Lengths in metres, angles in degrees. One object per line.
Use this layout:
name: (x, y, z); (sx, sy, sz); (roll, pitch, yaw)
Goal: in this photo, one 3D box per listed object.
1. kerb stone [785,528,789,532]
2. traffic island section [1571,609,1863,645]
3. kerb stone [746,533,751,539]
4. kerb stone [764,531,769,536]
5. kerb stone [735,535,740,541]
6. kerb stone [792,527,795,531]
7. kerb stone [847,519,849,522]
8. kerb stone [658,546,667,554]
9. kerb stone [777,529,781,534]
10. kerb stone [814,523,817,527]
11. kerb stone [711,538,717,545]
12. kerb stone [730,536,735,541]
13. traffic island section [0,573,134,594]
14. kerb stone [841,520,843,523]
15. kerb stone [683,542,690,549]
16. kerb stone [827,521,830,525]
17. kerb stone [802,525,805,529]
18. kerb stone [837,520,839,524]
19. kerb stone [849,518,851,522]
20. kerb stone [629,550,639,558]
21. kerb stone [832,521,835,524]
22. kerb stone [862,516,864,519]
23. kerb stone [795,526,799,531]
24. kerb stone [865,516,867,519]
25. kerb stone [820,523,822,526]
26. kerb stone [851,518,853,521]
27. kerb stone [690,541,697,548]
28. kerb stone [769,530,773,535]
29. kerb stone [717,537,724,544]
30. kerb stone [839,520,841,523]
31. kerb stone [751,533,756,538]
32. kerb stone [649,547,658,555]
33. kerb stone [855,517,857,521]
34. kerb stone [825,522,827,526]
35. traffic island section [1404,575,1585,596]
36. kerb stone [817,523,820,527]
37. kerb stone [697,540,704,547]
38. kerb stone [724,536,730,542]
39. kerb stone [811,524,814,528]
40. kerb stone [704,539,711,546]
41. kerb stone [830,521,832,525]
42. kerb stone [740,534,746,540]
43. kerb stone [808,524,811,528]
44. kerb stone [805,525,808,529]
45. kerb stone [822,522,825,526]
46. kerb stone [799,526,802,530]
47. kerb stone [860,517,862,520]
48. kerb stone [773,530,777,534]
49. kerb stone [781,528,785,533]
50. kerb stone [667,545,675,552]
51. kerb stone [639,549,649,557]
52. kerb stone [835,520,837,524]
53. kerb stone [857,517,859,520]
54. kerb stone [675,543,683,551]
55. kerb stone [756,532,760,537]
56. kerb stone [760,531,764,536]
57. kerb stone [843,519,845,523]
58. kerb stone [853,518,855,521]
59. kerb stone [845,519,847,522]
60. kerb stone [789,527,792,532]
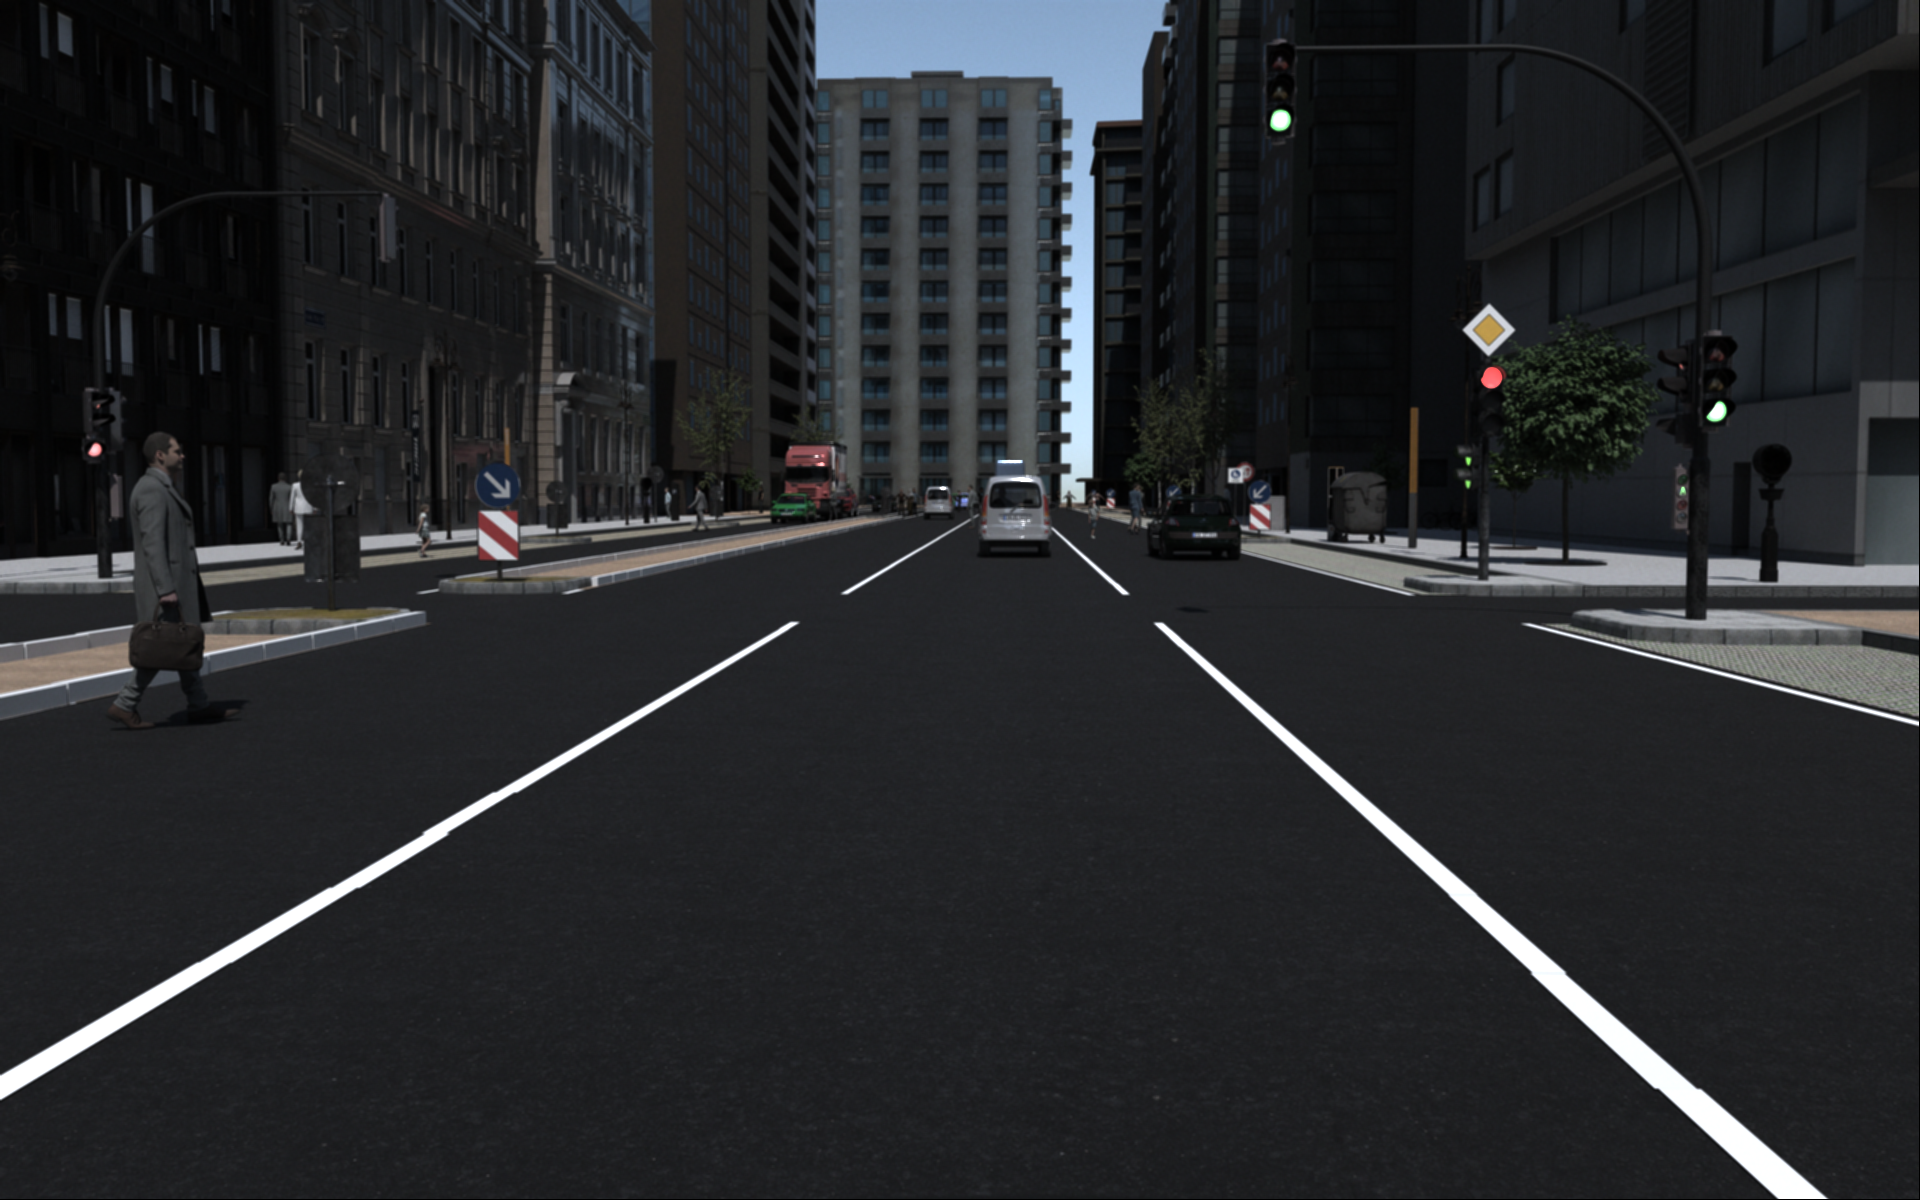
kerb stone: (-6.570, -2.567, 64.164); (0.120, 0.150, 1.000); (0, 4, 2)
traffic island section: (7.547, 0.277, 17.749); (2.009, 0.180, 2.903); (0, 4, 2)
kerb stone: (-6.858, -2.001, 54.939); (0.120, 0.150, 1.000); (0, 4, 2)
kerb stone: (-6.726, -2.253, 59.030); (0.120, 0.150, 1.000); (0, 4, 2)
kerb stone: (-6.921, -1.876, 52.890); (0.120, 0.150, 1.000); (0, 4, 2)
kerb stone: (-6.510, -2.692, 66.216); (0.120, 0.150, 1.000); (0, 4, 2)
kerb stone: (-5.839, -4.007, 87.716); (0.120, 0.150, 1.000); (0, 4, 2)
kerb stone: (-7.272, -1.188, 41.612); (0.120, 0.150, 1.000); (0, 4, 2)
kerb stone: (-6.635, -2.440, 62.116); (0.120, 0.150, 1.000); (0, 4, 2)
kerb stone: (-6.286, -3.131, 73.385); (0.120, 0.150, 1.000); (0, 4, 2)
kerb stone: (-7.051, -1.626, 48.792); (0.120, 0.150, 1.000); (0, 4, 2)
kerb stone: (-6.949, -1.815, 51.866); (0.120, 0.150, 1.000); (0, 4, 2)
traffic island section: (-13.036, -0.251, 26.381); (2.009, 0.180, 2.903); (0, 4, 2)
kerb stone: (-5.936, -3.819, 84.640); (0.120, 0.150, 1.000); (0, 4, 2)
kerb stone: (-7.176, -1.375, 44.683); (0.120, 0.150, 1.000); (0, 4, 2)
kerb stone: (-6.122, -3.444, 78.497); (0.120, 0.150, 1.000); (0, 4, 2)
kerb stone: (-6.412, -2.877, 69.293); (0.120, 0.150, 1.000); (0, 4, 2)
kerb stone: (-5.994, -3.689, 82.594); (0.120, 0.150, 1.000); (0, 4, 2)
kerb stone: (-5.807, -4.070, 88.746); (0.120, 0.150, 1.000); (0, 4, 2)
kerb stone: (-7.368, -0.999, 38.529); (0.120, 0.150, 1.000); (0, 4, 2)
kerb stone: (-6.058, -3.569, 80.541); (0.120, 0.150, 1.000); (0, 4, 2)
kerb stone: (-5.582, -4.510, 95.938); (0.120, 0.150, 1.000); (0, 4, 2)
kerb stone: (-6.475, -2.756, 67.249); (0.120, 0.150, 1.000); (0, 4, 2)
kerb stone: (-5.524, -4.636, 97.988); (0.120, 0.150, 1.000); (0, 4, 2)
kerb stone: (-6.221, -3.254, 75.429); (0.120, 0.150, 1.000); (0, 4, 2)
kerb stone: (-5.779, -4.133, 89.776); (0.120, 0.150, 1.000); (0, 4, 2)
kerb stone: (-7.151, -1.438, 45.707); (0.120, 0.150, 1.000); (0, 4, 2)
kerb stone: (-6.700, -2.316, 60.056); (0.120, 0.150, 1.000); (0, 4, 2)
kerb stone: (-7.020, -1.689, 49.823); (0.120, 0.150, 1.000); (0, 4, 2)
kerb stone: (-5.963, -3.757, 83.618); (0.120, 0.150, 1.000); (0, 4, 2)
kerb stone: (-6.823, -2.065, 55.961); (0.120, 0.150, 1.000); (0, 4, 2)
kerb stone: (-7.305, -1.122, 40.587); (0.120, 0.150, 1.000); (0, 4, 2)
kerb stone: (-5.711, -4.253, 91.829); (0.120, 0.150, 1.000); (0, 4, 2)
kerb stone: (-6.162, -3.381, 77.476); (0.120, 0.150, 1.000); (0, 4, 2)
traffic island section: (7.795, -0.211, 25.730); (2.009, 0.180, 2.903); (0, 4, 2)
kerb stone: (-6.253, -3.193, 74.407); (0.120, 0.150, 1.000); (0, 4, 2)
kerb stone: (-7.117, -1.501, 46.735); (0.120, 0.150, 1.000); (0, 4, 2)
kerb stone: (-6.982, -1.752, 50.844); (0.120, 0.150, 1.000); (0, 4, 2)
kerb stone: (-6.325, -3.068, 72.358); (0.120, 0.150, 1.000); (0, 4, 2)
kerb stone: (-7.077, -1.559, 47.763); (0.120, 0.150, 1.000); (0, 4, 2)
kerb stone: (-6.092, -3.504, 79.519); (0.120, 0.150, 1.000); (0, 4, 2)
kerb stone: (-6.889, -1.940, 53.917); (0.120, 0.150, 1.000); (0, 4, 2)
kerb stone: (-6.343, -3.002, 71.336); (0.120, 0.150, 1.000); (0, 4, 2)
kerb stone: (-6.382, -2.943, 70.315); (0.120, 0.150, 1.000); (0, 4, 2)
kerb stone: (-6.185, -3.319, 76.454); (0.120, 0.150, 1.000); (0, 4, 2)
kerb stone: (-6.444, -2.818, 68.271); (0.120, 0.150, 1.000); (0, 4, 2)
kerb stone: (-5.618, -4.446, 94.900); (0.120, 0.150, 1.000); (0, 4, 2)
kerb stone: (-6.666, -2.378, 61.084); (0.120, 0.150, 1.000); (0, 4, 2)
kerb stone: (-6.607, -2.498, 63.140); (0.120, 0.150, 1.000); (0, 4, 2)
kerb stone: (-7.240, -1.249, 42.639); (0.120, 0.150, 1.000); (0, 4, 2)
kerb stone: (-7.339, -1.062, 39.561); (0.120, 0.150, 1.000); (0, 4, 2)
kerb stone: (-6.034, -3.626, 81.569); (0.120, 0.150, 1.000); (0, 4, 2)
kerb stone: (-5.671, -4.321, 92.850); (0.120, 0.150, 1.000); (0, 4, 2)
kerb stone: (-7.214, -1.309, 43.661); (0.120, 0.150, 1.000); (0, 4, 2)
kerb stone: (-6.803, -2.124, 56.983); (0.120, 0.150, 1.000); (0, 4, 2)
kerb stone: (-6.767, -2.186, 58.005); (0.120, 0.150, 1.000); (0, 4, 2)
kerb stone: (-5.902, -3.882, 85.670); (0.120, 0.150, 1.000); (0, 4, 2)
kerb stone: (-5.742, -4.196, 90.806); (0.120, 0.150, 1.000); (0, 4, 2)
kerb stone: (-5.867, -3.939, 86.692); (0.120, 0.150, 1.000); (0, 4, 2)
kerb stone: (-6.541, -2.625, 65.186); (0.120, 0.150, 1.000); (0, 4, 2)
